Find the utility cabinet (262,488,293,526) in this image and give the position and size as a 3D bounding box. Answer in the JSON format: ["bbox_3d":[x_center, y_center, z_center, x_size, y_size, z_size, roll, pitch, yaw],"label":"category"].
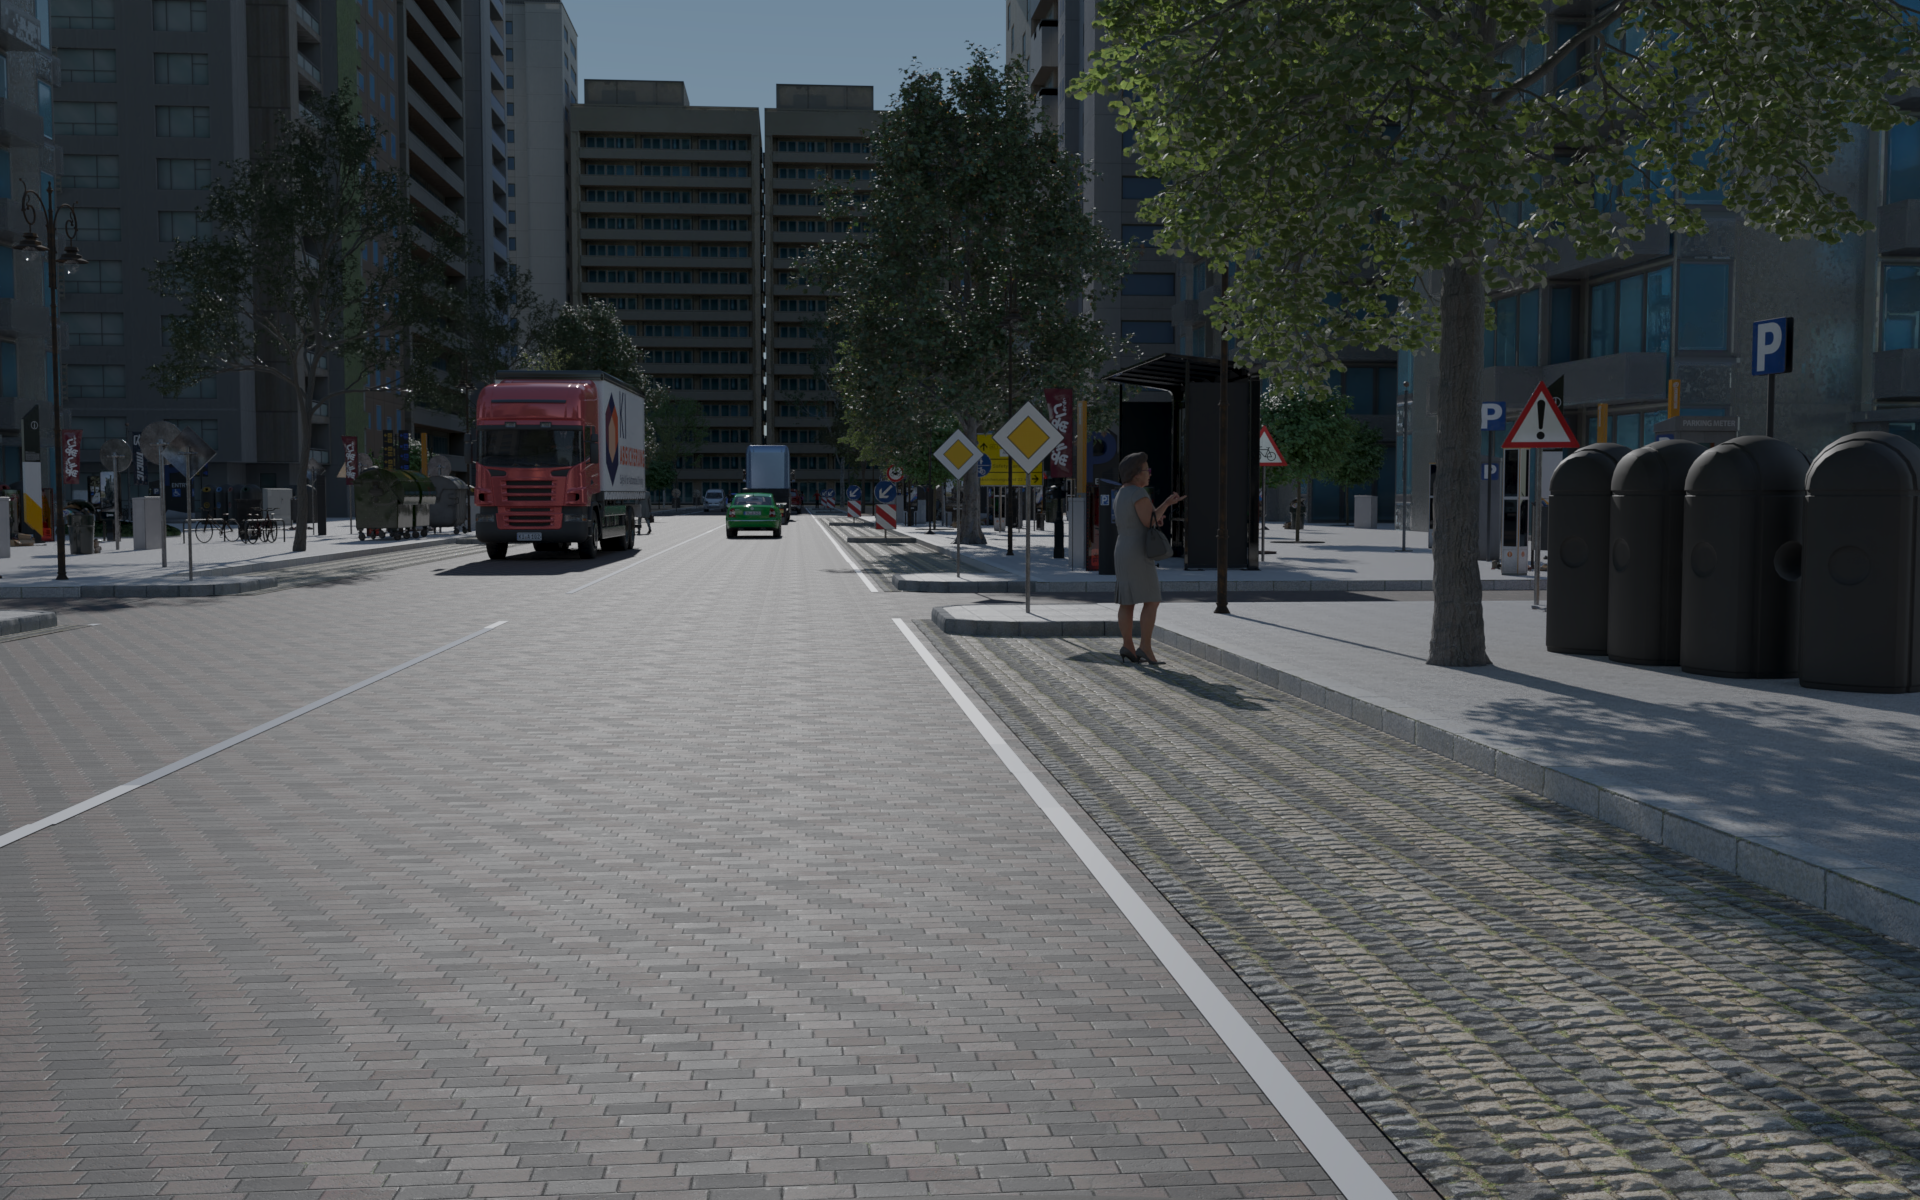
[{"bbox_3d":[-26.924,-3.651,68.378,0.318,1.500,1.173,2,4,29],"label":"utility cabinet"}]

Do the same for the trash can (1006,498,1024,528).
[{"bbox_3d":[2.089,-3.310,65.775,0.748,1.137,0.748,0,3,0],"label":"trash can"}]

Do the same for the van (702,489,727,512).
[{"bbox_3d":[-19.871,-8.159,140.409,2.013,2.044,4.112,0,4,-4],"label":"van"}]

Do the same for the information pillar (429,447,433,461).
[{"bbox_3d":[-26.342,-5.807,86.305,0.183,3.616,0.504,-2,4,-26],"label":"information pillar"}]

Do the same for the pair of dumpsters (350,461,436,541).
[{"bbox_3d":[-16.179,-2.873,49.459,1.574,2.255,4.437,0,4,-5],"label":"pair of dumpsters"}]

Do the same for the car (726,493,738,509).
[{"bbox_3d":[-22.436,-9.966,172.538,1.945,1.707,3.694,0,4,-6],"label":"car"}]

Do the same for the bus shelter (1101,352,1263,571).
[{"bbox_3d":[3.977,-2.487,31.953,1.731,3.624,6.357,0,4,-5],"label":"bus shelter"}]

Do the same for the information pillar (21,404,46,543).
[{"bbox_3d":[-24.070,-3.277,44.940,0.183,3.616,0.504,1,4,22],"label":"information pillar"}]

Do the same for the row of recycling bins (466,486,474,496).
[{"bbox_3d":[-21.137,-4.390,78.887,3.534,1.692,1.069,-2,4,-33],"label":"row of recycling bins"}]

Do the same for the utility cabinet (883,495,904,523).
[{"bbox_3d":[-2.879,-4.029,77.038,1.020,1.237,0.306,1,4,9],"label":"utility cabinet"}]

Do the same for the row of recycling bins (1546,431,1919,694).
[{"bbox_3d":[5.577,-0.344,12.744,1.069,1.692,3.534,-1,4,-17],"label":"row of recycling bins"}]

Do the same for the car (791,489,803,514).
[{"bbox_3d":[-12.563,-7.168,125.874,2.281,1.827,5.304,0,4,-5],"label":"car"}]

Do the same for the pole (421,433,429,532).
[{"bbox_3d":[-17.892,-3.919,57.911,0.158,3.312,0.155,0,3,0],"label":"pole"}]

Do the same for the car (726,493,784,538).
[{"bbox_3d":[-6.916,-3.028,58.309,1.959,1.807,4.718,0,4,-5],"label":"car"}]

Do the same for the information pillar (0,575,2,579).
[{"bbox_3d":[-14.739,-2.138,26.305,0.183,3.616,0.504,-2,4,-34],"label":"information pillar"}]

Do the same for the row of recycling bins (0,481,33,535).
[{"bbox_3d":[-30.288,-2.855,53.791,1.069,1.692,3.534,1,4,19],"label":"row of recycling bins"}]

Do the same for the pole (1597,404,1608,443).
[{"bbox_3d":[14.490,-2.770,39.141,0.158,3.312,0.155,0,3,0],"label":"pole"}]

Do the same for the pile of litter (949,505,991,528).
[{"bbox_3d":[0.109,-3.166,65.731,1.176,0.858,1.719,3,4,37],"label":"pile of litter"}]

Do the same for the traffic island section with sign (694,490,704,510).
[{"bbox_3d":[-23.310,-8.878,153.782,1.989,1.847,2.006,0,4,-5],"label":"traffic island section with sign"}]

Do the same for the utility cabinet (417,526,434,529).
[{"bbox_3d":[-19.299,-3.108,61.983,1.020,1.237,0.306,0,4,-2],"label":"utility cabinet"}]

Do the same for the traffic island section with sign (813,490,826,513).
[{"bbox_3d":[-9.673,-7.301,127.992,1.989,1.847,2.006,0,4,-5],"label":"traffic island section with sign"}]

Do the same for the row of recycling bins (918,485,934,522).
[{"bbox_3d":[-1.866,-4.441,79.720,1.069,1.692,3.534,1,4,9],"label":"row of recycling bins"}]

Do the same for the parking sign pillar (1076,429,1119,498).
[{"bbox_3d":[4.263,-3.968,53.341,1.447,3.967,1.447,-1,4,-16],"label":"parking sign pillar"}]

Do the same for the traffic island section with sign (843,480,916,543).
[{"bbox_3d":[-2.341,-2.603,51.184,1.989,1.847,2.006,0,4,-5],"label":"traffic island section with sign"}]

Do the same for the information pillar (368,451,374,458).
[{"bbox_3d":[-32.125,-6.297,94.303,0.504,3.616,0.183,-1,4,-10],"label":"information pillar"}]

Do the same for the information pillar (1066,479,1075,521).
[{"bbox_3d":[5.326,-4.816,83.241,0.304,2.012,0.304,3,5,42],"label":"information pillar"}]

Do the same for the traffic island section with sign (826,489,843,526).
[{"bbox_3d":[-4.905,-4.244,78.017,1.989,1.847,2.006,0,4,-5],"label":"traffic island section with sign"}]

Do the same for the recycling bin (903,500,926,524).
[{"bbox_3d":[-1.960,-3.811,74.868,0.722,1.027,0.722,-3,5,-44],"label":"recycling bin"}]

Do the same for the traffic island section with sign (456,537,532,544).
[{"bbox_3d":[-13.415,-2.539,50.140,1.989,1.847,2.006,0,4,-5],"label":"traffic island section with sign"}]

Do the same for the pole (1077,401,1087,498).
[{"bbox_3d":[2.669,-2.700,37.983,0.158,3.312,0.155,0,3,0],"label":"pole"}]

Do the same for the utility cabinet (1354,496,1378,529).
[{"bbox_3d":[15.045,-3.243,64.184,0.306,1.237,1.020,-2,4,-24],"label":"utility cabinet"}]

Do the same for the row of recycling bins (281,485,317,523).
[{"bbox_3d":[-29.629,-4.301,77.437,1.069,1.692,3.534,-2,4,-35],"label":"row of recycling bins"}]

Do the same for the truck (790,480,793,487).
[{"bbox_3d":[-16.122,-9.906,150.875,2.839,4.237,11.283,0,4,-4],"label":"truck"}]

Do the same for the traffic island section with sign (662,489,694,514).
[{"bbox_3d":[-20.745,-7.237,126.948,1.989,1.847,2.006,0,4,-5],"label":"traffic island section with sign"}]

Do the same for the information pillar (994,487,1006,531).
[{"bbox_3d":[1.377,-3.400,60.075,0.304,2.012,0.304,2,4,34],"label":"information pillar"}]

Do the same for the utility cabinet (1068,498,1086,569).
[{"bbox_3d":[2.168,-1.169,30.281,0.306,1.237,1.020,-1,4,-12],"label":"utility cabinet"}]

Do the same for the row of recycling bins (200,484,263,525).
[{"bbox_3d":[-30.542,-4.008,72.644,3.534,1.692,1.069,2,4,32],"label":"row of recycling bins"}]

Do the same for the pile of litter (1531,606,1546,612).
[{"bbox_3d":[7.142,-0.324,19.260,1.719,0.858,1.176,0,4,-6],"label":"pile of litter"}]

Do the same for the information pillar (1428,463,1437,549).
[{"bbox_3d":[11.231,-2.216,40.718,0.304,2.012,0.304,-3,4,-39],"label":"information pillar"}]

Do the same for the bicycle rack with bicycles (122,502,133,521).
[{"bbox_3d":[-38.873,-4.174,81.632,2.925,0.926,2.852,0,4,1],"label":"bicycle rack with bicycles"}]

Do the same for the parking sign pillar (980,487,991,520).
[{"bbox_3d":[0.665,-5.235,74.067,1.447,3.967,1.447,1,4,21],"label":"parking sign pillar"}]

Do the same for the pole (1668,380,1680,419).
[{"bbox_3d":[12.730,-2.270,30.954,0.158,3.312,0.155,0,3,0],"label":"pole"}]

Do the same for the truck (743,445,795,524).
[{"bbox_3d":[-10.144,-6.131,90.000,2.967,4.110,18.799,0,4,-5],"label":"truck"}]

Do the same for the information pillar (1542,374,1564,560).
[{"bbox_3d":[11.545,-2.601,33.883,0.504,3.616,0.183,1,4,12],"label":"information pillar"}]

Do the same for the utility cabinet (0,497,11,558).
[{"bbox_3d":[-19.283,-1.417,34.324,0.306,1.237,1.020,0,4,5],"label":"utility cabinet"}]

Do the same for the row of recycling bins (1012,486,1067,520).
[{"bbox_3d":[3.555,-4.816,85.852,3.534,1.692,1.069,2,4,32],"label":"row of recycling bins"}]

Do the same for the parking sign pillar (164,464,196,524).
[{"bbox_3d":[-34.264,-5.341,75.800,1.447,3.967,1.447,-1,4,-11],"label":"parking sign pillar"}]

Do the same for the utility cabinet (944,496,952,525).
[{"bbox_3d":[-0.510,-3.671,71.190,0.306,1.237,1.020,0,4,-5],"label":"utility cabinet"}]

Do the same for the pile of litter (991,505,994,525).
[{"bbox_3d":[1.308,-3.500,71.182,1.719,0.858,1.176,1,4,22],"label":"pile of litter"}]

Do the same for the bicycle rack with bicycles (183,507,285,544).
[{"bbox_3d":[-18.913,-1.975,45.670,2.852,0.926,2.925,1,4,12],"label":"bicycle rack with bicycles"}]

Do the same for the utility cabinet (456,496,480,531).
[{"bbox_3d":[-17.404,-3.065,61.268,0.306,1.237,1.020,2,4,35],"label":"utility cabinet"}]

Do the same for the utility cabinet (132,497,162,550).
[{"bbox_3d":[-18.851,-1.773,40.157,0.306,1.237,1.020,0,4,-5],"label":"utility cabinet"}]

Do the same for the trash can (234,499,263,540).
[{"bbox_3d":[-20.054,-2.276,48.864,0.748,1.137,0.748,0,3,0],"label":"trash can"}]

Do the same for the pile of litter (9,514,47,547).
[{"bbox_3d":[-23.269,-1.742,42.449,1.719,0.858,1.176,-3,5,-43],"label":"pile of litter"}]

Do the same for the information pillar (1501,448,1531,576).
[{"bbox_3d":[8.756,-1.395,27.297,0.304,2.012,0.304,-3,5,-41],"label":"information pillar"}]
